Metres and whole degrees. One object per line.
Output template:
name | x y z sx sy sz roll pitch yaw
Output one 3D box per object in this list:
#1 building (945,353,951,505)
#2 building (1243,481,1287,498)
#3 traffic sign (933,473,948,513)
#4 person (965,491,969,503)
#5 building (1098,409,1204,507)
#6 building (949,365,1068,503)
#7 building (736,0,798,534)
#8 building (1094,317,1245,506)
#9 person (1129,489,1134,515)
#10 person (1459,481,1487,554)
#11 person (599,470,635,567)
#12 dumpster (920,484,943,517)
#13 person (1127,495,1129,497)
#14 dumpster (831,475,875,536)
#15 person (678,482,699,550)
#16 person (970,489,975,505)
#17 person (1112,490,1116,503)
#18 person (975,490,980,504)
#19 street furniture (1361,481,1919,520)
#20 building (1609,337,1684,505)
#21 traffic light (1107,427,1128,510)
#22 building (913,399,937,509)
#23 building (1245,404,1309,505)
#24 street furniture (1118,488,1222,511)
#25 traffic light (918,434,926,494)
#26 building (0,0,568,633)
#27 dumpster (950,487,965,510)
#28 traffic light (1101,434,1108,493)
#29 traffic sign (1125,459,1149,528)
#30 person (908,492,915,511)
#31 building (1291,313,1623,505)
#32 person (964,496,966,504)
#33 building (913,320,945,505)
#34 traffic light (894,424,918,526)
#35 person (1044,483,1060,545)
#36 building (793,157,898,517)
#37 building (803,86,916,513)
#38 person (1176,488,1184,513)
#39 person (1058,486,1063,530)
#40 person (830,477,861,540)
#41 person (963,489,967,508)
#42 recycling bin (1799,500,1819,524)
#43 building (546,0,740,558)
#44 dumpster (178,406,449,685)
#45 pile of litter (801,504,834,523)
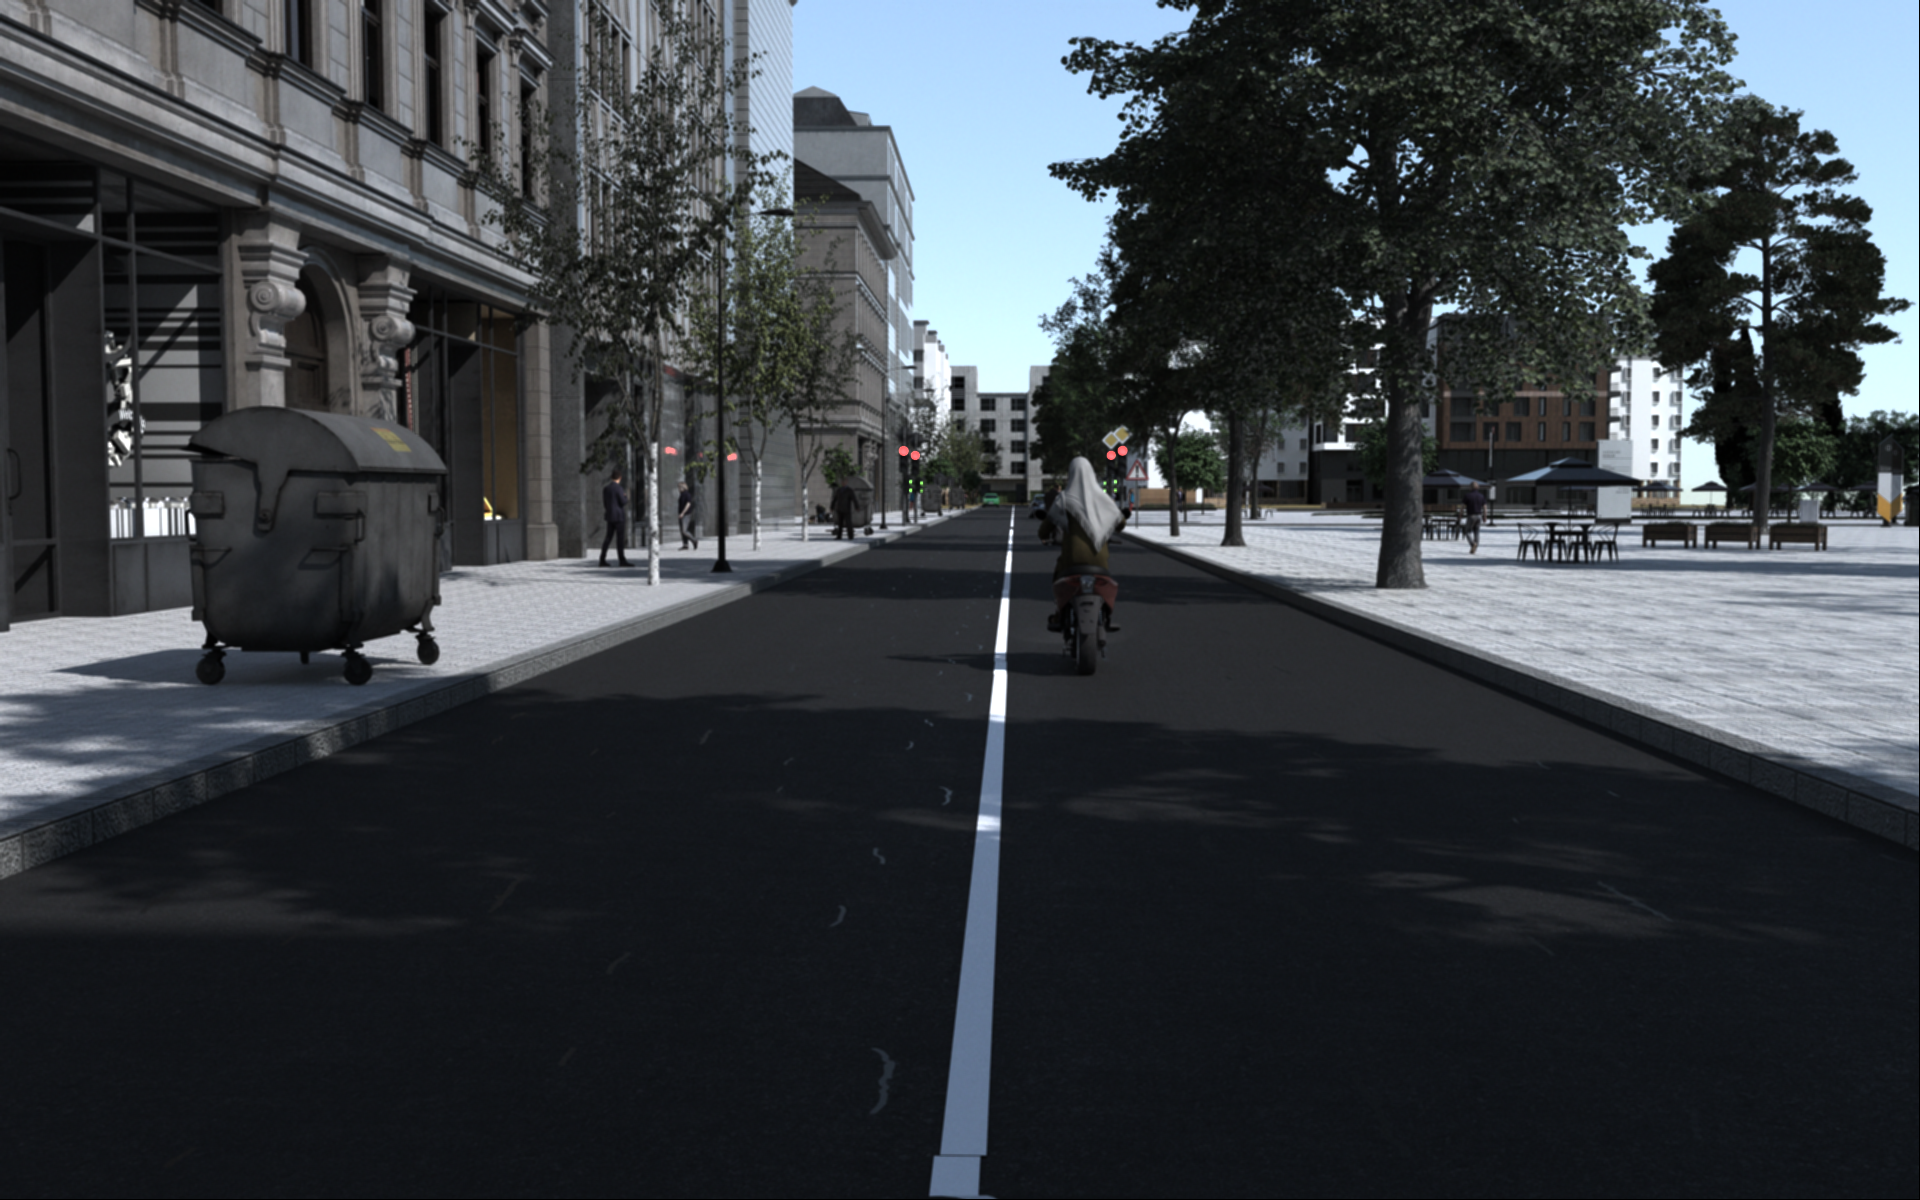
building | -9.348 -20.875 197.722 16.016 20.091 11.380 0 4 2
building | 42.130 -24.921 251.427 32.646 21.610 27.936 0 4 2
traffic sign | -1.238 -6.304 103.183 0.768 2.556 0.104 0 4 5
person | 0.895 -13.042 219.804 1.217 1.766 0.721 0 4 -4
building | 18.216 -14.021 171.396 9.099 9.664 28.070 0 4 2
building | 9.885 -23.233 246.316 31.486 18.905 16.747 0 4 2
building | -21.157 -17.292 60.211 29.804 29.767 11.434 0 4 2
building | 22.287 -20.442 190.646 16.016 20.091 11.380 0 4 2
person | 10.417 -5.968 105.331 0.593 1.614 0.444 -3 4 -37
person | 11.001 -1.775 37.275 0.569 1.553 0.471 2 4 30
person | -6.048 -1.436 30.442 0.530 1.710 0.541 -3 5 -40
dumpster | -1.629 -5.671 98.486 1.264 1.857 1.865 0 4 2
person | 15.675 -9.163 155.951 1.348 1.812 0.705 0 4 -5
dumpster | -3.340 -2.938 53.787 1.264 1.857 1.865 0 4 2
person | -6.197 -1.902 39.353 0.471 1.553 0.569 0 4 2
person | 1.402 -11.688 197.151 0.705 1.824 1.348 -2 4 -32
person | 10.933 -7.074 123.772 0.319 1.574 0.516 -2 4 -27
person | 2.102 -12.726 214.133 0.705 1.822 1.348 1 4 22
street furniture | 35.912 -5.202 90.087 27.439 1.986 14.083 2 4 31
building | 80.874 -21.887 214.270 11.380 20.091 16.016 0 4 2
traffic light | 6.368 -4.834 68.283 0.839 4.213 0.868 0 4 2
building | -6.799 -13.733 166.686 9.099 9.664 28.070 0 4 2
building | 36.589 -21.965 215.546 11.380 20.091 16.016 0 4 2
street furniture | 17.111 -7.991 137.502 11.010 1.723 9.812 -1 4 -15
traffic light | -1.938 -5.338 76.516 0.839 4.213 0.868 0 4 2
building | -12.949 -9.961 13.774 10.553 20.767 40.483 0 4 2
dumpster | -0.252 -8.352 142.309 1.264 1.857 1.865 0 4 2
traffic light | 6.620 -5.322 76.264 0.839 4.213 0.868 0 4 2
traffic sign | 6.645 -3.976 65.004 0.884 2.594 0.081 0 4 5
person | -3.506 -7.384 128.483 0.593 1.614 0.444 3 5 45
building | 58.710 -22.373 209.778 32.646 21.610 27.936 0 4 2
person | 0.631 -12.701 216.935 0.991 1.433 0.599 3 4 37
building | -10.075 -20.168 186.168 16.016 20.091 11.380 0 4 2
traffic light | -2.189 -4.850 68.535 0.839 4.213 0.868 0 4 2
person | 2.624 -2.419 48.745 0.565 1.739 0.600 0 4 1
building | -10.167 -15.185 99.177 10.553 20.767 40.483 0 4 2
building | -9.857 -21.825 134.327 11.434 29.767 29.804 0 4 2
person | 15.161 -6.885 119.433 0.655 1.722 0.431 -2 4 -27
person | 3.815 -3.582 67.619 0.990 1.755 0.434 -1 4 -9
person | -3.247 -2.570 48.611 0.990 1.755 0.434 2 4 32
person | 0.419 -9.581 163.134 0.568 1.767 0.683 0 4 7
recycling bin | 36.736 -3.816 74.947 0.722 1.027 0.722 1 4 21
building | -13.214 -13.811 43.826 12.078 24.808 19.932 0 4 2
dumpster | -4.526 -0.398 12.274 1.264 1.857 1.865 0 4 2
pile of litter | -6.226 -3.826 76.527 1.719 0.858 1.176 0 4 1
